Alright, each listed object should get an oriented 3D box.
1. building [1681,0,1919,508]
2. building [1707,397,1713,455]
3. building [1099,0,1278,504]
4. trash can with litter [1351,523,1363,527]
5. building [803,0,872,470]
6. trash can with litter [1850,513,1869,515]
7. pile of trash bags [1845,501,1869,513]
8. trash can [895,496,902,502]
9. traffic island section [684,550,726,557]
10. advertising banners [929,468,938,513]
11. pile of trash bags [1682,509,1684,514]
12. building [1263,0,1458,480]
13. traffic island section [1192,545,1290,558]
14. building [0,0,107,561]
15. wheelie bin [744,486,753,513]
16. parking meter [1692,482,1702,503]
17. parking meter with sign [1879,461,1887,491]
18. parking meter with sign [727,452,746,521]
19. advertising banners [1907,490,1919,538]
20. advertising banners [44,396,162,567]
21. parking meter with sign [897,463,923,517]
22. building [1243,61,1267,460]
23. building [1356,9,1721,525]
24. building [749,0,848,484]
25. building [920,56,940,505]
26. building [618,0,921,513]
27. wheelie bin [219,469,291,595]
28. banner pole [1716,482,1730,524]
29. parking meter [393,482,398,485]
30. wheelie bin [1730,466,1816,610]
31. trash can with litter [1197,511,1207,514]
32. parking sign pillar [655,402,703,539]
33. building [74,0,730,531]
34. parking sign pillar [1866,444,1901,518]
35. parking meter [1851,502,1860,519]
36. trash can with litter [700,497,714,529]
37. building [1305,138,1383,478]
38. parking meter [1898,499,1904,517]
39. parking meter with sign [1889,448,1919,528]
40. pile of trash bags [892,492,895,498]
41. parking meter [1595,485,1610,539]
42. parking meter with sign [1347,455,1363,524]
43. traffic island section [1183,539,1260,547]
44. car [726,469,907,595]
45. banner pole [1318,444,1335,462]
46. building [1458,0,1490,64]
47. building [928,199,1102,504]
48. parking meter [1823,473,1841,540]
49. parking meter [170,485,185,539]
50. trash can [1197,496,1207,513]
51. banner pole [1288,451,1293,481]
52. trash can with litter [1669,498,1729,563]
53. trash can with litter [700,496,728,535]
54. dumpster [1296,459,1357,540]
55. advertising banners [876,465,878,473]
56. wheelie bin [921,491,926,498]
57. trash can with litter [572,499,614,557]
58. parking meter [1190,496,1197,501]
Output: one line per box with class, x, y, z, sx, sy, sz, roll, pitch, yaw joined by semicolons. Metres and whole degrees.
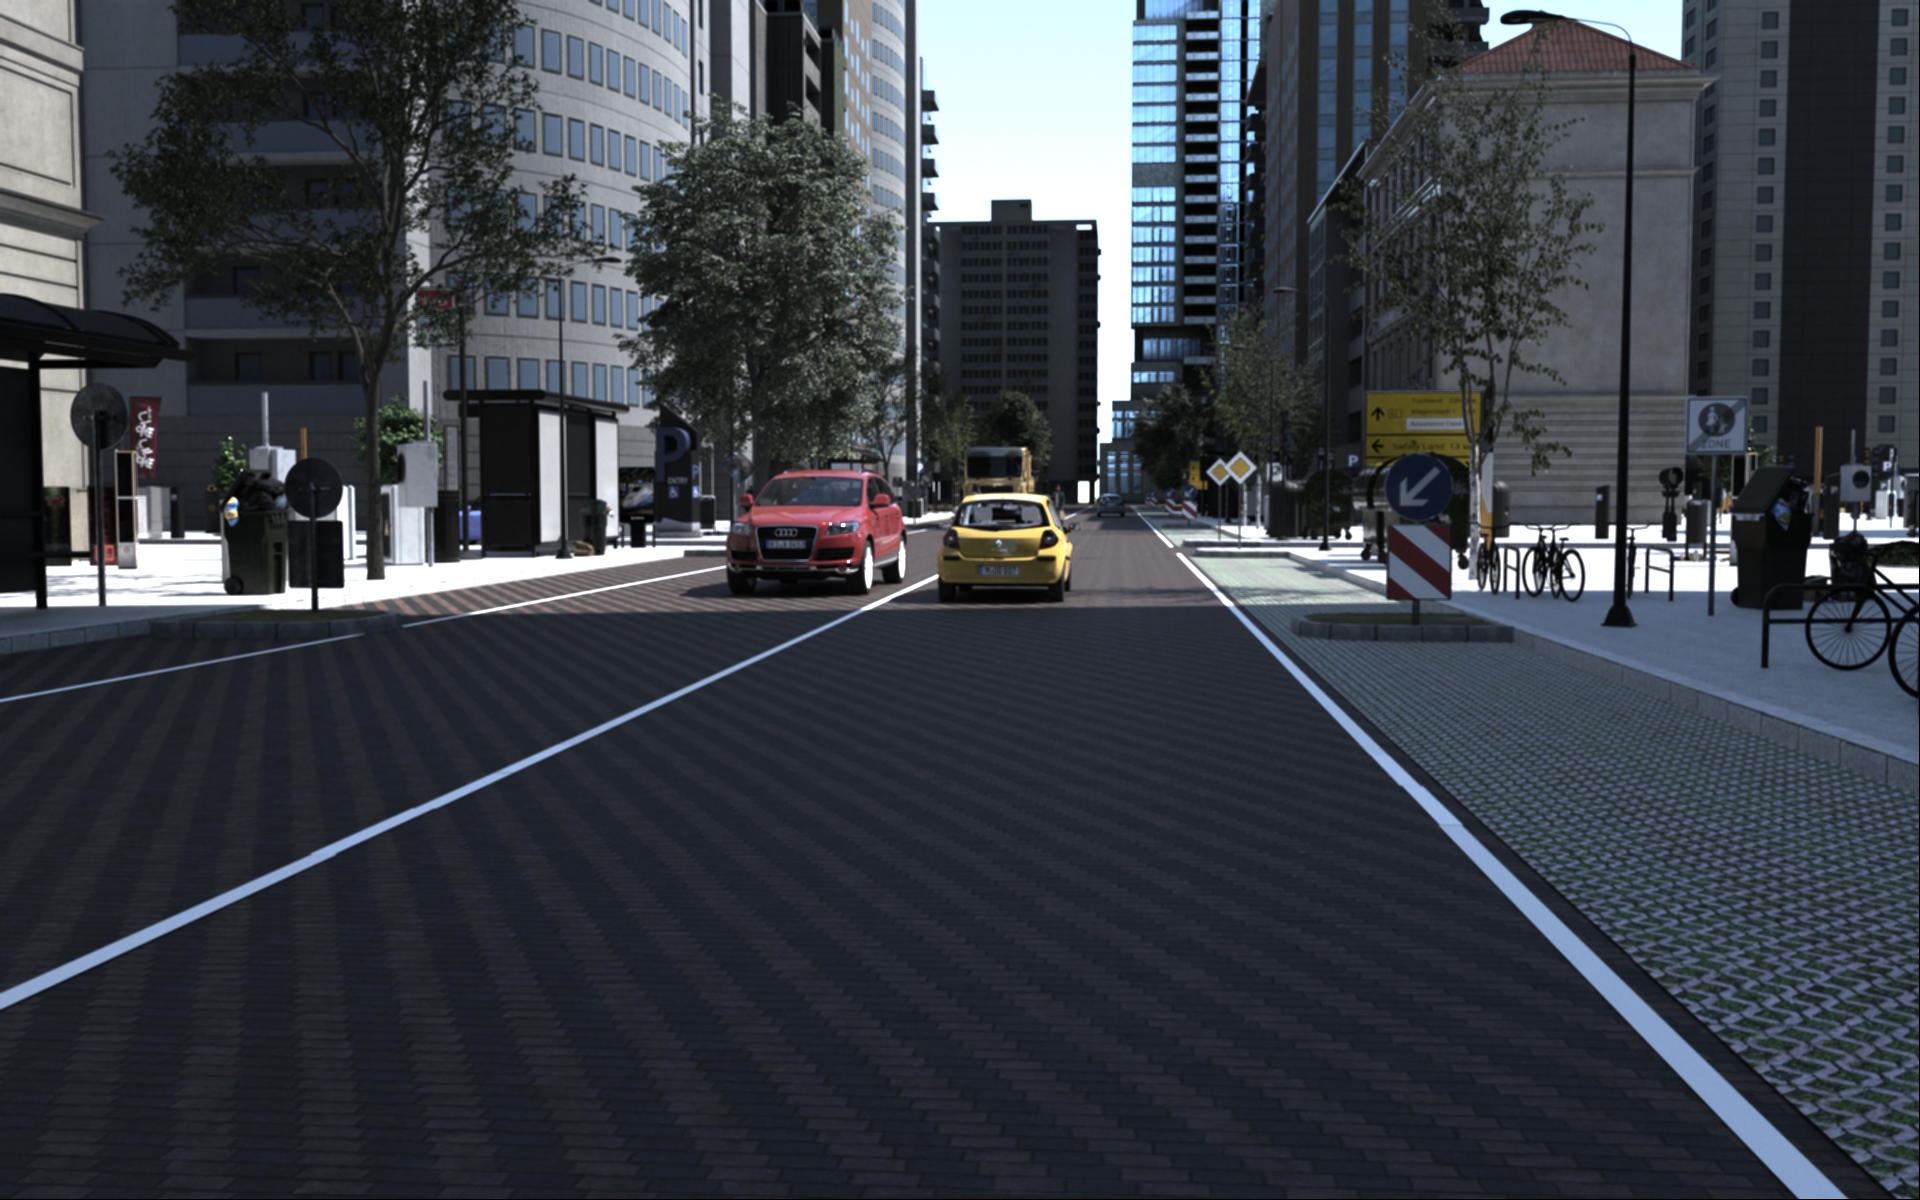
building;83.007;-44.956;173.288;20.611;71.187;20.563;0;4;5
building;78.541;-36.746;220.402;30.456;49.044;23.786;0;4;5
building;33.748;-55.666;222.816;31.000;86.520;22.319;0;4;5
trash can with litter;15.272;-3.522;68.636;1.678;1.210;2.233;-1;4;-16
building;-14.577;-29.463;131.834;14.600;45.320;14.200;0;4;5
trash can with litter;55.525;-5.784;105.629;1.678;1.210;2.233;-2;4;-32
pile of trash bags;60.341;-6.502;116.062;1.912;1.369;3.447;2;4;26
trash can;-3.815;-5.789;106.297;0.748;1.137;0.748;0;3;0
traffic island section;-5.222;-1.148;41.056;2.009;0.180;2.903;0;4;5
advertising banners;-1.785;-7.292;115.404;0.090;3.025;2.074;-1;4;-16
pile of trash bags;46.486;-6.308;112.884;1.912;1.369;3.447;0;4;-2
building;34.293;-30.692;151.918;14.600;45.320;14.200;0;4;5
traffic island section;6.469;-1.083;39.981;2.009;0.180;2.903;0;4;5
building;-31.746;-11.860;27.190;30.059;22.955;16.112;0;4;5
wheelie bin;-7.597;-3.432;64.025;0.693;1.594;0.980;2;4;28
parking meter;35.243;-4.719;82.868;0.255;1.863;0.399;-1;4;-17
parking meter with sign;48.548;-5.793;90.981;0.543;3.016;1.738;3;4;37
parking meter with sign;-8.861;-4.465;69.260;0.543;3.016;1.738;-1;4;-18
advertising banners;28.163;-3.329;50.609;0.090;3.025;2.074;1;4;9
advertising banners;-15.324;-2.121;30.872;2.074;3.025;0.090;-1;4;-20
parking meter with sign;-2.889;-6.202;97.667;1.738;3.016;0.543;3;5;41
building;39.980;-31.750;173.733;22.147;44.769;28.867;0;4;5
building;25.732;-14.969;80.902;11.583;22.565;21.152;0;4;5
building;-14.706;-20.251;102.802;14.160;30.474;14.107;0;4;5
building;-17.743;-34.372;181.598;30.456;49.044;23.786;0;4;5
building;-15.501;-37.395;153.410;21.231;58.520;28.212;0;4;5
wheelie bin;-8.973;-0.872;22.172;0.693;1.594;0.980;1;4;9
banner pole;32.592;-5.167;74.491;0.863;3.779;0.401;-2;4;-24
parking meter;-19.427;-3.292;59.532;0.399;1.863;0.255;2;4;24
wheelie bin;9.114;-0.706;19.450;0.693;1.594;0.980;-1;4;-10
trash can with litter;16.122;-6.244;113.152;2.233;1.210;1.678;3;5;44
parking sign pillar;-8.223;-3.785;50.364;1.447;3.967;1.447;2;4;26
building;-22.159;-32.443;72.450;21.231;58.520;28.212;0;4;5
parking sign pillar;50.333;-6.486;94.511;1.447;3.967;1.447;0;4;-7
parking meter;46.119;-5.103;89.138;0.255;1.863;0.399;0;4;-3
trash can with litter;-9.355;-3.172;63.253;0.624;1.170;1.055;-2;4;-27
building;29.948;-17.557;106.117;14.314;24.678;30.058;0;4;5
parking meter;52.058;-5.507;95.746;0.255;1.863;0.399;0;4;7
parking meter with sign;36.011;-4.219;65.249;1.738;3.016;0.543;1;4;12
pile of trash bags;-4.205;-4.622;85.322;1.912;1.369;3.447;2;4;29
parking meter;18.328;-2.508;49.410;0.372;1.533;0.369;0;3;0
parking meter with sign;17.386;-4.881;76.059;0.543;3.016;1.738;0;4;3
traffic island section;7.200;-1.569;47.933;2.009;0.180;2.903;0;4;5
car;-2.090;-1.085;26.415;2.281;1.827;5.304;0;4;7
banner pole;18.312;-5.907;86.596;0.863;3.779;0.401;1;4;14
building;32.971;-29.798;137.302;14.600;45.320;14.200;0;4;5
building;6.756;-32.972;230.972;23.993;40.220;32.217;0;4;5
parking meter;24.521;-2.632;48.739;0.399;1.863;0.255;0;4;5
parking meter;-22.578;-2.541;49.952;0.372;1.533;0.369;0;3;0
trash can;16.561;-6.532;118.453;0.748;1.137;0.748;0;3;0
banner pole;16.766;-6.056;89.035;0.863;3.779;0.401;3;4;37
trash can with litter;14.547;-1.364;33.361;2.233;1.210;1.678;-2;4;-27
trash can with litter;-7.572;-2.631;54.079;2.233;1.210;1.678;1;4;11
dumpster;10.344;-2.839;48.915;1.502;2.255;1.985;0;4;5
advertising banners;-5.186;-6.693;105.618;0.090;3.025;2.074;-1;4;-11
wheelie bin;-2.808;-7.125;124.406;0.693;1.594;0.980;0;4;4
trash can with litter;-7.622;-1.499;35.898;0.624;1.170;1.055;0;4;8
parking meter;13.956;-5.820;103.572;0.372;1.533;0.369;0;3;0
